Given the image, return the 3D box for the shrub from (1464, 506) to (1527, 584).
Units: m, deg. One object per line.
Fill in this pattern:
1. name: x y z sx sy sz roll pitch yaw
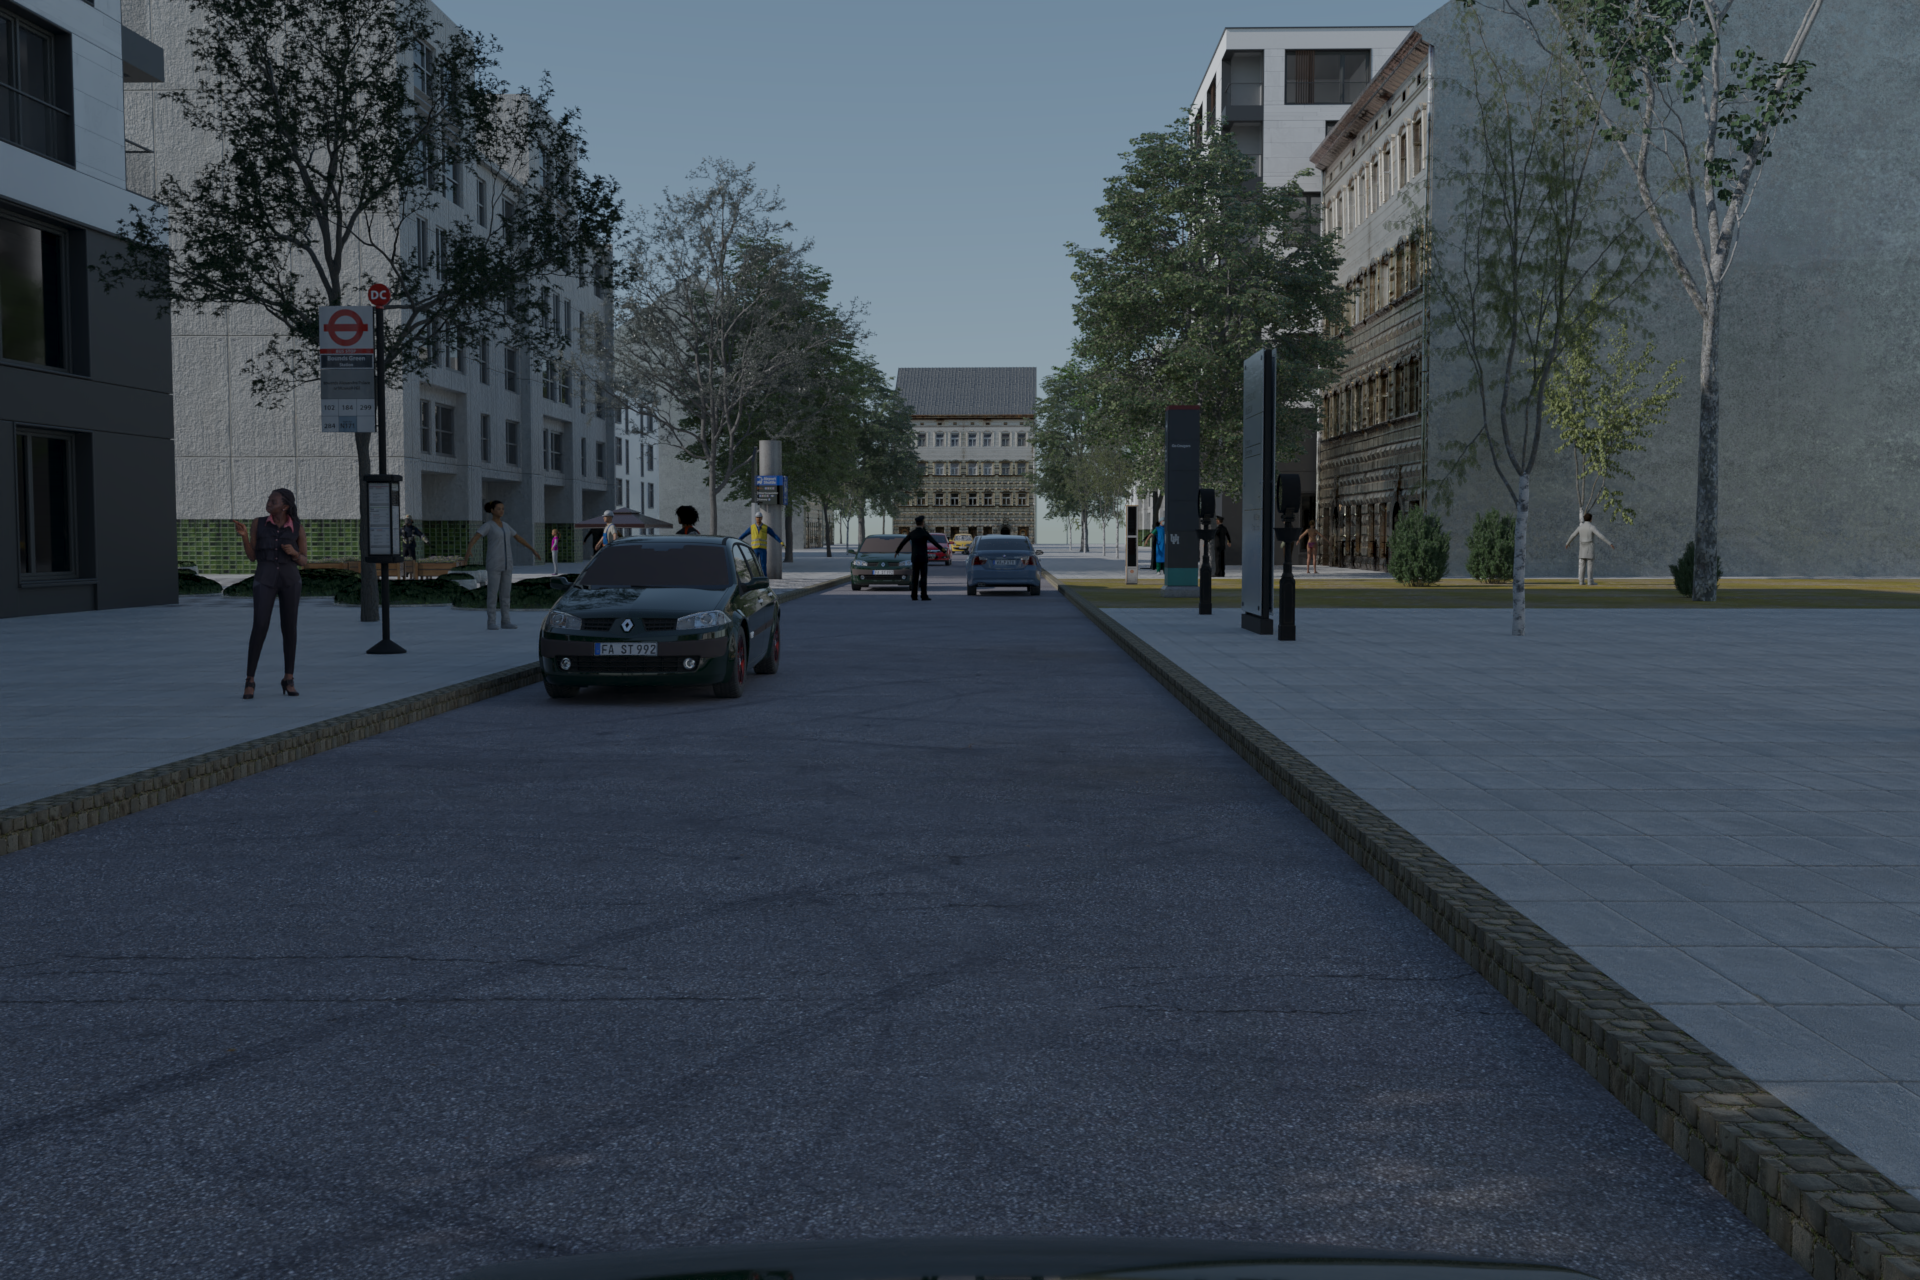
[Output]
1. shrub: 13.797 -2.462 44.673 1.690 2.028 1.600 0 3 0

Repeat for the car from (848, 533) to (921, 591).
1. car: -1.872 -2.162 45.141 2.009 1.686 4.222 0 4 1

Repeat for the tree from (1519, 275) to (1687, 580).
1. tree: 17.667 -5.999 48.443 4.737 8.622 4.395 0 3 0

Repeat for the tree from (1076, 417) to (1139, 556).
1. tree: 8.333 -9.220 101.115 4.360 8.622 3.978 0 3 0

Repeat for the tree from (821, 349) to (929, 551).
1. tree: -6.669 -12.973 118.769 9.857 13.997 8.962 0 3 0

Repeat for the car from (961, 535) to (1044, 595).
1. car: 1.031 -1.818 41.721 2.014 1.417 4.499 0 4 1

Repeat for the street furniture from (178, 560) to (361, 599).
1. street furniture: -15.768 -1.414 38.749 5.734 0.657 10.072 -1 4 -16

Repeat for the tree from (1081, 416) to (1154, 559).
1. tree: 7.996 -8.563 90.374 4.360 8.622 3.978 0 3 0

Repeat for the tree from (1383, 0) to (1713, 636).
1. tree: 6.935 -4.351 21.497 4.360 8.622 3.978 0 3 0

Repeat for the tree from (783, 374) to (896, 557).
1. tree: -7.410 -9.870 95.782 8.767 10.594 7.601 -2 4 -35

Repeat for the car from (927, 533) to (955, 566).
1. car: -1.305 -4.321 79.695 2.155 1.783 4.494 0 4 1

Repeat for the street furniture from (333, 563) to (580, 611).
1. street furniture: -8.537 -1.110 33.774 5.734 0.657 10.072 0 4 0

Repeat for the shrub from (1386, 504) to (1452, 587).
1. shrub: 11.170 -2.310 42.187 1.690 2.028 1.600 0 3 0

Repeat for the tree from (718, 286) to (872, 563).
1. tree: -7.613 -9.796 78.289 7.486 12.596 7.792 0 3 0

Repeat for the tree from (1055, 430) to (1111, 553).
1. tree: 8.437 -10.143 116.207 4.360 8.622 3.978 0 3 0

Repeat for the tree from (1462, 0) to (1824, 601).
1. tree: 13.146 -10.866 33.545 12.611 20.169 13.585 0 3 0

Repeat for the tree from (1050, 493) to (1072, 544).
1. tree: 14.271 -16.894 226.576 4.360 8.622 3.978 0 3 0

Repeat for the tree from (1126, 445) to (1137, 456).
1. tree: 23.858 -22.387 221.910 12.611 20.169 13.585 0 3 0

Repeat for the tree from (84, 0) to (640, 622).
1. tree: -8.607 -5.569 25.463 8.767 10.594 7.601 0 4 5

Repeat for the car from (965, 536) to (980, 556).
1. car: 1.283 -3.896 76.056 2.083 1.381 4.827 0 3 0

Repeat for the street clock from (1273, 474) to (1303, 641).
1. street clock: 3.941 -0.994 20.830 0.358 2.002 0.471 0 4 2

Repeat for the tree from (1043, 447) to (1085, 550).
1. tree: 8.559 -11.355 136.016 4.737 8.622 4.395 0 3 0

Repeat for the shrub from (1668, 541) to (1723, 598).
1. shrub: 14.825 -1.454 34.884 1.383 1.207 1.383 0 3 0

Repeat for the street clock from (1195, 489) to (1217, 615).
1. street clock: 3.914 -1.407 27.572 0.358 2.002 0.471 0 4 1

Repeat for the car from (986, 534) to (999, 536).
1. car: 2.556 -7.107 128.201 2.014 1.417 4.499 0 4 1

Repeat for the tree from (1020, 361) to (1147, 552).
1. tree: 9.056 -13.412 125.940 9.857 13.997 8.962 0 3 0

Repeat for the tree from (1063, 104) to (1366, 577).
1. tree: 7.541 -8.883 51.887 9.857 13.997 8.962 0 3 0

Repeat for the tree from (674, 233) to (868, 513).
1. tree: -7.342 -9.062 66.286 7.486 12.596 7.792 0 3 0

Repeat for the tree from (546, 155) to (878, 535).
1. tree: -7.845 -8.878 55.526 12.009 13.543 11.850 0 3 0

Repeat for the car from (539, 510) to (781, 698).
1. car: -2.737 -0.403 16.379 2.009 1.686 4.222 0 4 1

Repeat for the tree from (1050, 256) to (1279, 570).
1. tree: 7.310 -8.394 62.989 9.928 11.665 9.643 0 3 0

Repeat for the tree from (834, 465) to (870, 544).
1. tree: -15.620 -19.231 224.797 12.009 13.543 11.850 0 3 0

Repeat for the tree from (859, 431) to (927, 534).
1. tree: -5.786 -12.374 136.730 7.601 10.594 8.767 -3 5 -42

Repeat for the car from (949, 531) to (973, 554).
1. car: 0.235 -7.184 127.680 2.015 1.641 3.980 0 4 1

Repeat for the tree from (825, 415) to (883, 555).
1. tree: -6.931 -9.460 105.029 4.360 8.622 3.978 0 3 0
